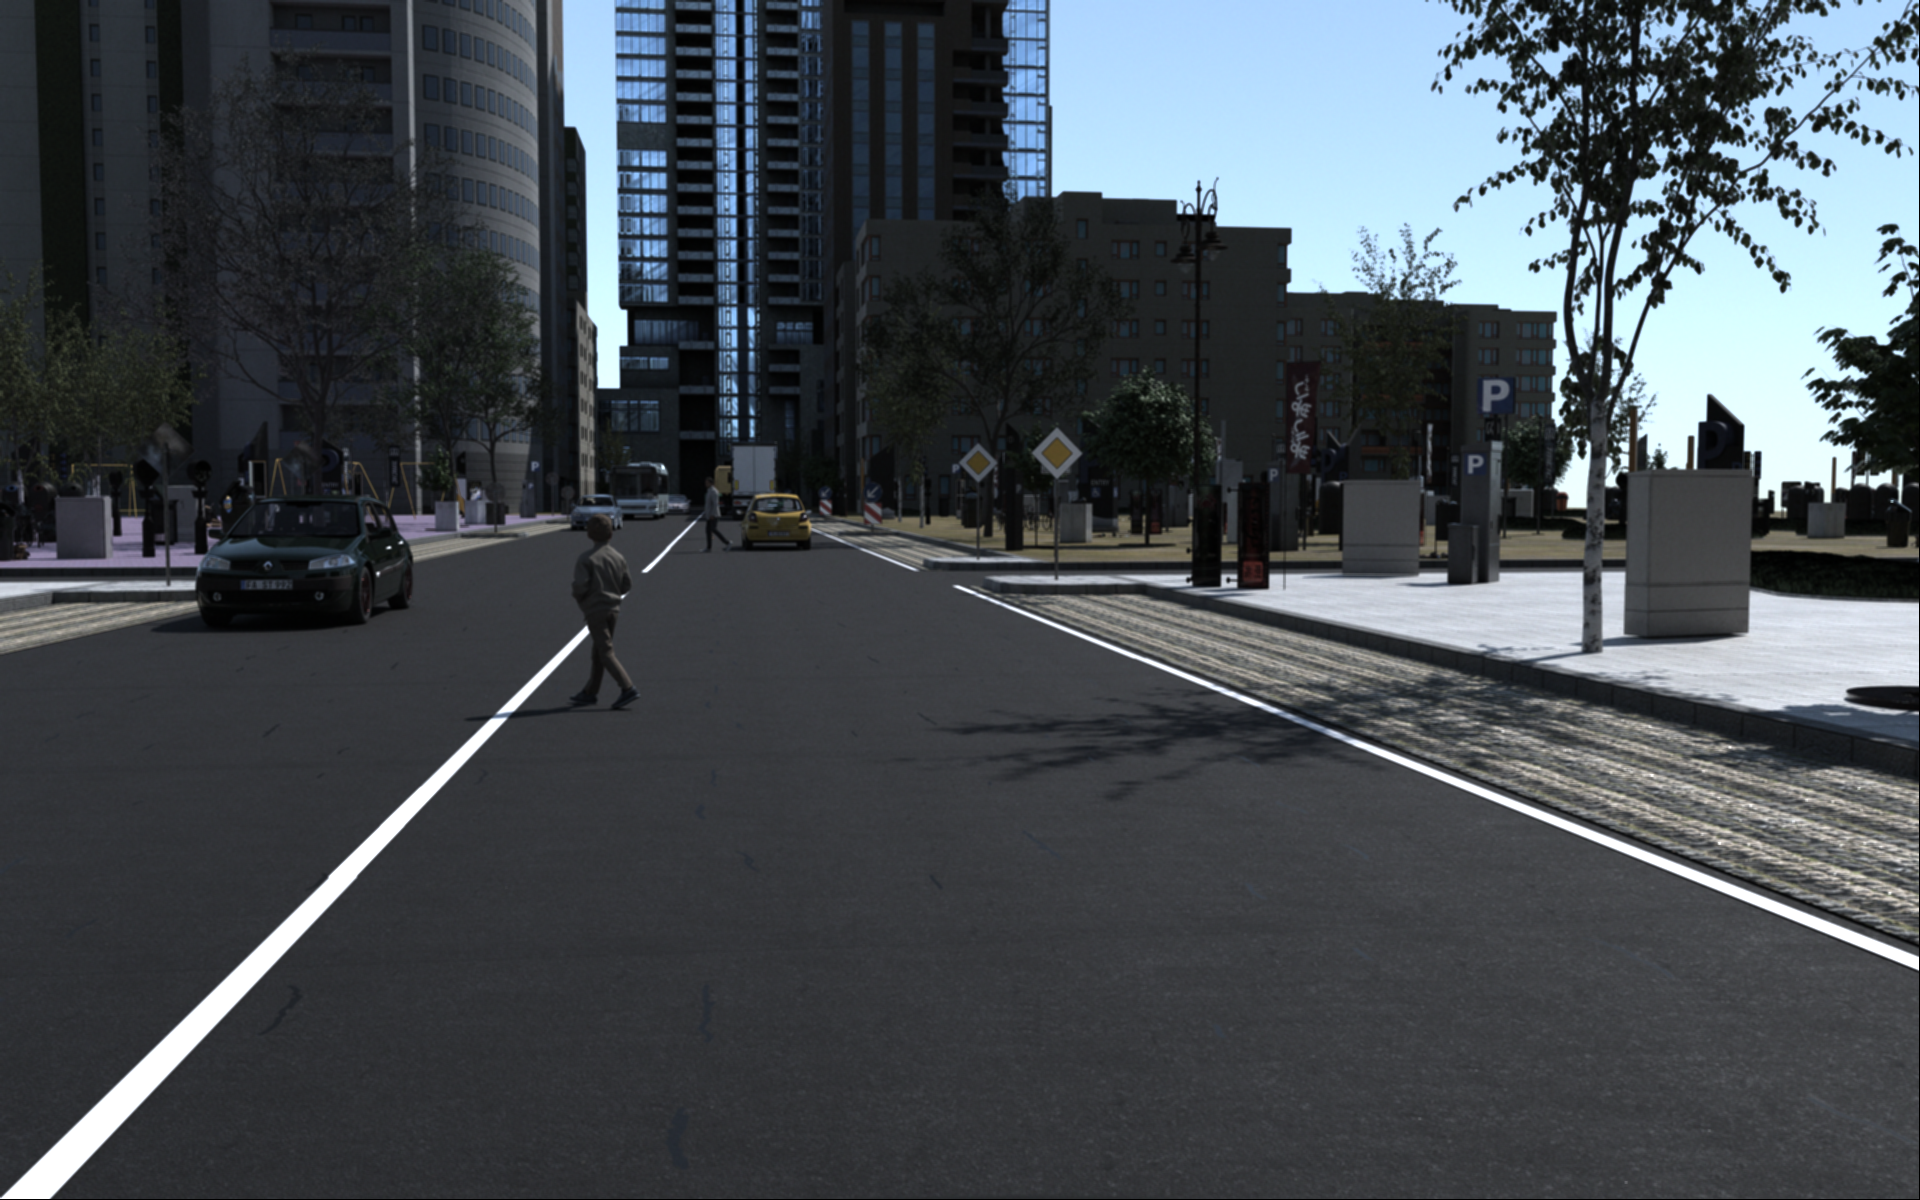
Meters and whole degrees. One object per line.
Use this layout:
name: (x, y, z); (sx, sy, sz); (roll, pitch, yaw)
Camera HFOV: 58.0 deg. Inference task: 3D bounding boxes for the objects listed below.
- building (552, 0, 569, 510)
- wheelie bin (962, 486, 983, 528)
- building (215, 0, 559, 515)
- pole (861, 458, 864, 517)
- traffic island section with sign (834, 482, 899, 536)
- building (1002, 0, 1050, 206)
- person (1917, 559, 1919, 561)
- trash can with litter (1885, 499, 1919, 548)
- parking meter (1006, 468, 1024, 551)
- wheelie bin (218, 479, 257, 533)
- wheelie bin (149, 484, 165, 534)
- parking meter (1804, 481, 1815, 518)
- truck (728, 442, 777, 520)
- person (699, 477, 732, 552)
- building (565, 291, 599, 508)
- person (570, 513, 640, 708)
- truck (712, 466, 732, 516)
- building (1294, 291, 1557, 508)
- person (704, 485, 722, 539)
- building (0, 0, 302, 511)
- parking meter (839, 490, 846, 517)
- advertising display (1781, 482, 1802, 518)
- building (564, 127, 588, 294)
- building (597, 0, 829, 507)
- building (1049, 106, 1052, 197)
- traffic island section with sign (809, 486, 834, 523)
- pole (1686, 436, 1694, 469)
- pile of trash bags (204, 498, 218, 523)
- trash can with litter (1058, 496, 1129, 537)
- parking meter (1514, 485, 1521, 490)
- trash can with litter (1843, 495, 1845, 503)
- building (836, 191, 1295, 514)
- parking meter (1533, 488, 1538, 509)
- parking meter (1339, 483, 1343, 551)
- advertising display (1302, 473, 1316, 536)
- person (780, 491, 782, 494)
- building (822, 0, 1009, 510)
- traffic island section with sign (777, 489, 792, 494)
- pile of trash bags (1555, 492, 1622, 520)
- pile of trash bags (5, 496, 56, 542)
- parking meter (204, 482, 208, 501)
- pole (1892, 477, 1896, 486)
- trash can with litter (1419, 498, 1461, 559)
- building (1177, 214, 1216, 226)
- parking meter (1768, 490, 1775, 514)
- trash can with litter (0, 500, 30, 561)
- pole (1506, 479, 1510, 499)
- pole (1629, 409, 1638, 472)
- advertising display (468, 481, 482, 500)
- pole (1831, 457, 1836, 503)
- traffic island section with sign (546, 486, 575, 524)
building: (-39.584, -29.975, 140.194); (14.600, 45.320, 14.200); (0, 4, -8)
wheelie bin: (0.462, -3.505, 65.216); (0.693, 1.594, 0.980); (-1, 4, -19)
building: (-39.747, -35.228, 117.983); (21.231, 58.520, 28.212); (0, 4, -8)
pole: (-5.516, -6.367, 97.942); (0.158, 3.312, 0.155); (0, 3, 0)
traffic island section with sign: (-3.180, -3.123, 59.684); (1.989, 1.847, 2.006); (0, 4, -8)
building: (-3.025, -52.220, 166.470); (22.319, 86.520, 31.000); (0, 4, -8)
person: (18.557, -1.464, 33.114); (0.598, 1.740, 0.731); (-1, 4, -22)
trash can with litter: (22.923, -1.861, 41.807); (1.055, 1.170, 0.624); (2, 4, 32)
parking meter: (1.237, -2.048, 39.201); (0.255, 1.863, 0.399); (3, 5, 40)
wheelie bin: (-15.618, -1.808, 37.476); (0.693, 1.594, 0.980); (-1, 4, -12)
wheelie bin: (-25.923, -2.941, 55.987); (0.693, 1.594, 0.980); (0, 4, -1)
parking meter: (39.038, -4.520, 79.611); (0.255, 1.863, 0.399); (-2, 4, -26)
truck: (-11.772, -6.698, 98.427); (2.839, 4.237, 11.283); (0, 4, -7)
person: (-6.034, -2.103, 42.738); (0.795, 1.843, 0.661); (-1, 4, -16)
building: (-49.982, -19.515, 164.113); (28.899, 21.520, 27.650); (0, 4, -8)
person: (-2.416, 0.070, 11.636); (0.640, 1.303, 0.475); (2, 4, 26)
truck: (-15.357, -7.499, 118.534); (3.469, 3.379, 9.791); (0, 4, -6)
building: (40.207, -20.227, 175.758); (28.899, 21.520, 27.650); (0, 4, -8)
person: (-7.968, -2.858, 55.475); (0.600, 1.795, 0.529); (1, 4, 20)
building: (-79.616, -37.895, 161.575); (28.212, 58.520, 21.231); (0, 4, -8)
parking meter: (-6.699, -5.526, 98.757); (0.372, 1.533, 0.369); (0, 3, 0)
advertising display: (42.958, -5.156, 89.517); (0.123, 1.923, 0.974); (-3, 5, -39)
building: (-49.430, -31.288, 195.161); (14.086, 41.232, 14.154); (0, 4, -8)
building: (-27.711, -54.351, 201.315); (31.000, 86.520, 22.319); (0, 4, -8)
building: (-1.460, -35.599, 205.748); (21.600, 48.544, 21.300); (0, 4, -8)
traffic island section with sign: (-6.861, -4.756, 86.388); (1.989, 1.847, 2.006); (0, 4, -8)
pole: (25.520, -4.080, 60.546); (0.158, 3.312, 0.155); (0, 3, 0)
pile of trash bags: (-35.066, -4.165, 77.845); (3.447, 1.369, 1.912); (1, 4, 18)
trash can with litter: (3.969, -2.490, 51.771); (2.233, 1.210, 1.678); (0, 4, -3)
parking meter: (34.049, -6.121, 105.781); (0.399, 1.863, 0.255); (0, 4, 2)
trash can with litter: (47.027, -4.926, 91.591); (1.678, 1.210, 2.233); (-2, 4, -27)
building: (5.849, -17.132, 125.151); (27.650, 21.520, 28.899); (0, 4, -8)
parking meter: (33.444, -5.803, 100.582); (0.399, 1.863, 0.255); (3, 5, 39)
parking meter: (8.806, -1.892, 39.350); (0.372, 1.533, 0.369); (0, 3, 0)
advertising display: (10.678, -2.922, 52.982); (0.123, 1.923, 0.974); (0, 4, -5)
person: (-16.115, -8.965, 155.631); (0.434, 1.755, 0.990); (-3, 4, -38)
building: (-4.109, -30.255, 144.772); (14.600, 45.320, 14.200); (0, 4, -8)
traffic island section with sign: (-13.621, -7.776, 135.771); (1.989, 1.847, 2.006); (0, 4, -8)
pile of trash bags: (31.366, -4.664, 86.006); (3.447, 1.369, 1.912); (1, 4, 23)
pile of trash bags: (-25.427, -2.251, 46.558); (3.447, 1.369, 1.912); (0, 4, -1)
parking meter: (-37.718, -4.931, 86.335); (0.399, 1.863, 0.255); (2, 4, 30)
pole: (37.812, -4.666, 70.124); (0.158, 3.312, 0.155); (0, 3, 0)
trash can with litter: (9.461, -1.464, 34.991); (2.233, 1.210, 1.678); (1, 4, 9)
building: (17.913, -24.959, 179.788); (14.107, 30.474, 14.160); (0, 4, -8)
parking meter: (52.425, -6.330, 111.913); (0.372, 1.533, 0.369); (0, 3, 0)
trash can with litter: (-18.476, -1.349, 33.444); (0.624, 1.170, 1.055); (0, 4, -2)
pole: (31.391, -6.442, 99.165); (0.158, 3.312, 0.155); (0, 3, 0)
pole: (16.211, -2.930, 41.746); (0.158, 3.312, 0.155); (0, 3, 0)
advertising display: (-24.058, -4.934, 85.878); (0.123, 1.923, 0.974); (1, 4, 19)
pole: (48.106, -6.210, 95.375); (0.158, 3.312, 0.155); (0, 3, 0)
traffic island section with sign: (-18.905, -4.590, 83.676); (1.989, 1.847, 2.006); (0, 4, -8)
